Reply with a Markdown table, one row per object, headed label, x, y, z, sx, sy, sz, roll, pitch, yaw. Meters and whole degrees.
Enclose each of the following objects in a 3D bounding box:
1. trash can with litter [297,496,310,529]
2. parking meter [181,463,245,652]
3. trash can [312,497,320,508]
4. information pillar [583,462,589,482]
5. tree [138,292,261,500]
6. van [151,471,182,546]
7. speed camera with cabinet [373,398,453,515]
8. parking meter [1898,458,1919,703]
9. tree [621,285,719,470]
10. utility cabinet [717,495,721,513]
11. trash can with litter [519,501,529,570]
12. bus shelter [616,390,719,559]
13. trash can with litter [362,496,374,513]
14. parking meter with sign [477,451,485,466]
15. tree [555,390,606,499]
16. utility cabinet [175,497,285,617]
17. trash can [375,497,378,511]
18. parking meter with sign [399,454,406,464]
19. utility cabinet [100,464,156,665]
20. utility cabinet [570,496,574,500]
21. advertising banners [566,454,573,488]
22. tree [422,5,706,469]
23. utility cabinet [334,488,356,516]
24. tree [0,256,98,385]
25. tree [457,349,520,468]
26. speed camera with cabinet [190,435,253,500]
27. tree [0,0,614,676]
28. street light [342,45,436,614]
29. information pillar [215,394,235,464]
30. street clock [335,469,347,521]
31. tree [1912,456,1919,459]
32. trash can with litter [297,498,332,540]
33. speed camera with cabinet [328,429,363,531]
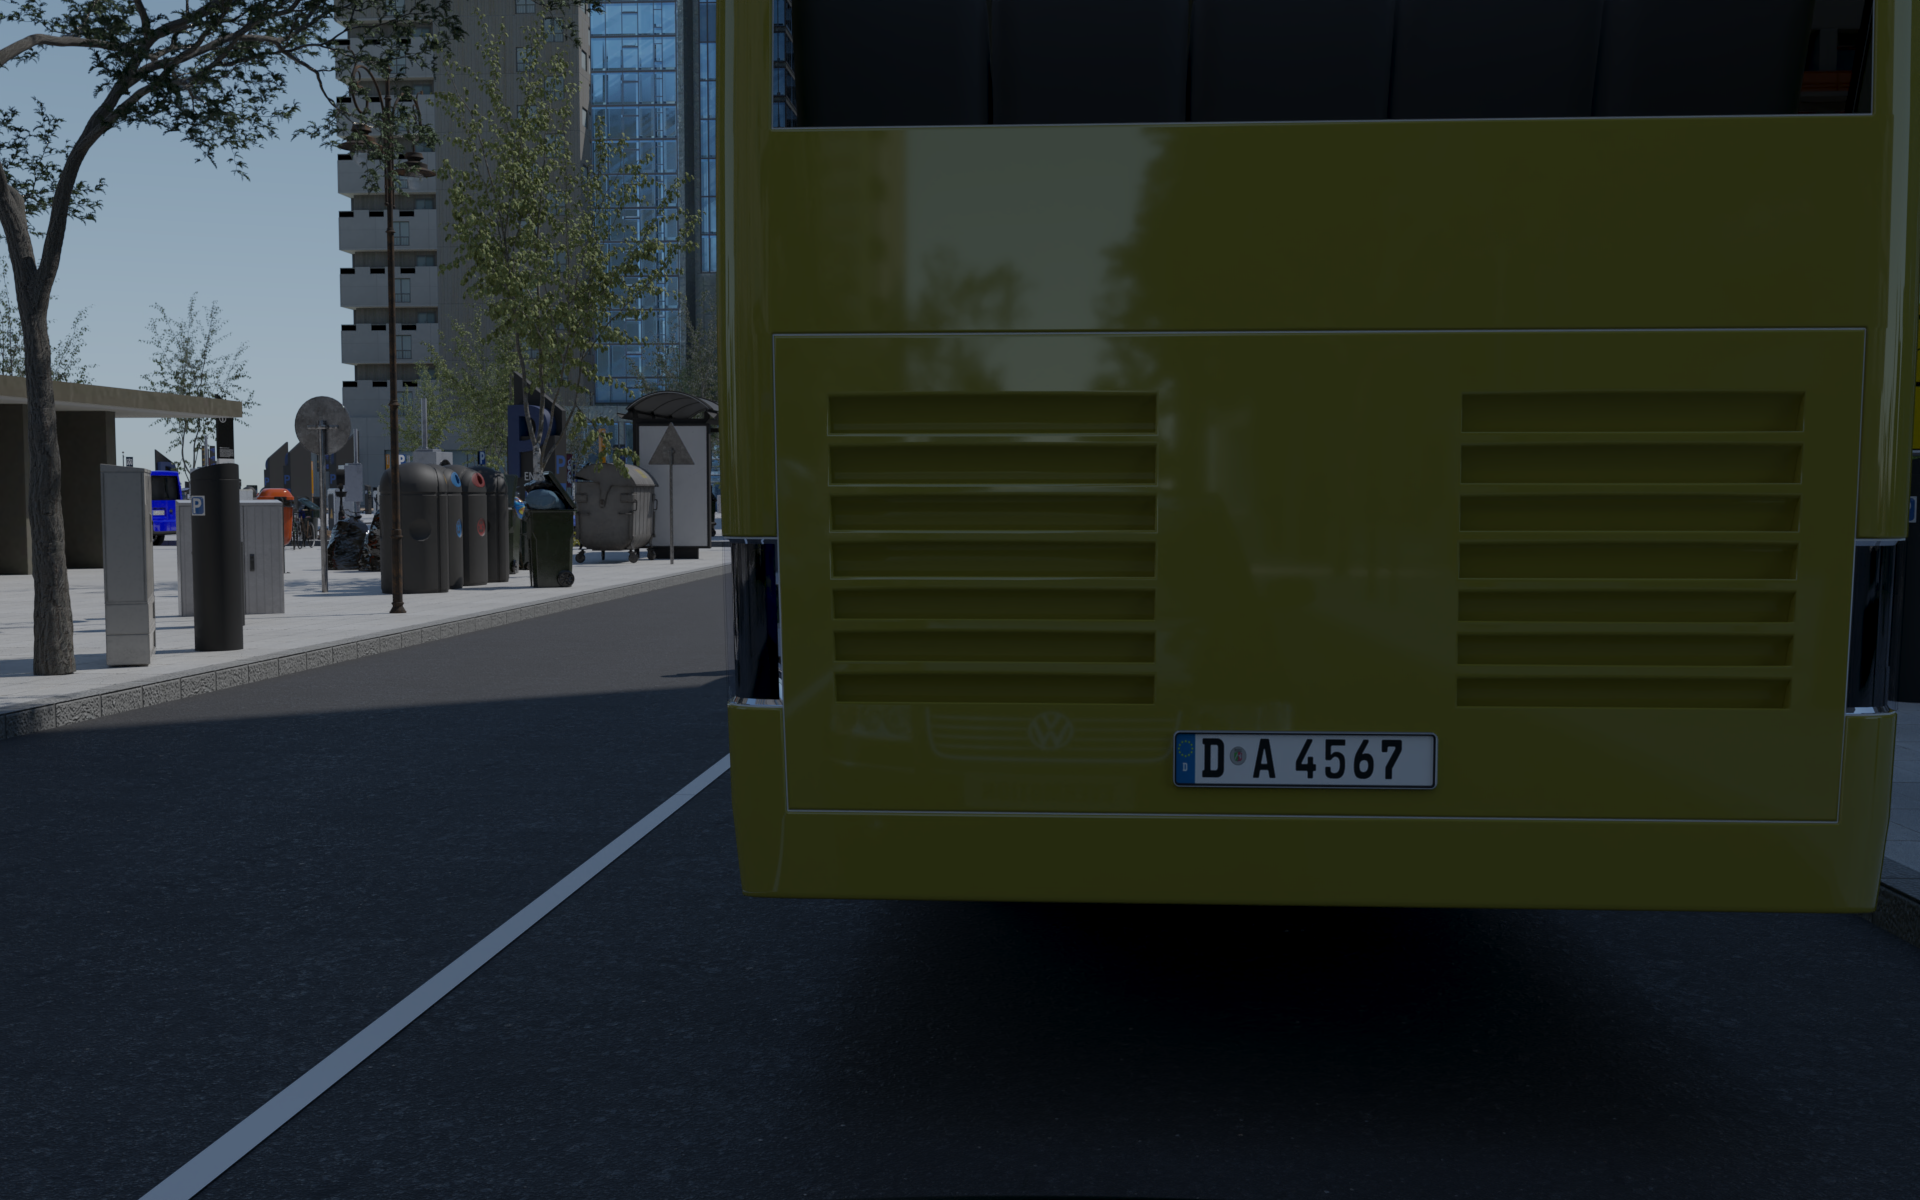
| label | x | y | z | sx | sy | sz | roll | pitch | yaw |
| --- | --- | --- | --- | --- | --- | --- | --- | --- | --- |
| trash can with litter | -24.161 | -3.162 | 62.749 | 1.678 | 1.210 | 2.233 | 2 | 4 | 27 |
| parking meter | -6.110 | -0.356 | 14.239 | 0.372 | 1.533 | 0.369 | 0 | 3 | 0 |
| trash can | -36.016 | -5.253 | 97.542 | 0.748 | 1.137 | 0.748 | 0 | 3 | 0 |
| information pillar | -26.892 | -8.153 | 124.659 | 0.504 | 3.616 | 0.183 | -2 | 4 | -27 |
| tree | -28.273 | -6.943 | 63.885 | 4.360 | 8.622 | 3.978 | 0 | 3 | 0 |
| van | -23.308 | -2.517 | 45.536 | 5.245 | 2.365 | 2.240 | 0 | 4 | 3 |
| speed camera with cabinet | -11.030 | -2.494 | 35.121 | 0.660 | 3.252 | 2.038 | 1 | 4 | 13 |
| parking meter | 5.940 | -0.143 | 10.746 | 0.372 | 1.533 | 0.369 | 0 | 3 | 0 |
| tree | -9.291 | -6.733 | 60.448 | 4.360 | 8.622 | 3.978 | 0 | 3 | 0 |
| utility cabinet | -16.096 | -6.421 | 116.142 | 0.306 | 1.237 | 1.020 | -1 | 4 | -14 |
| trash can with litter | -7.424 | -1.084 | 29.106 | 0.624 | 1.170 | 1.055 | 2 | 4 | 24 |
| bus shelter | -5.542 | -2.613 | 36.653 | 2.014 | 3.302 | 5.546 | 0 | 4 | 4 |
| trash can with litter | -39.460 | -6.374 | 115.271 | 2.233 | 1.210 | 1.678 | -2 | 4 | -33 |
| parking meter with sign | -18.600 | -4.521 | 70.180 | 1.738 | 3.016 | 0.543 | 1 | 4 | 10 |
| tree | -26.137 | -10.216 | 117.393 | 4.360 | 8.622 | 3.978 | 0 | 3 | 0 |
| utility cabinet | -7.757 | -0.444 | 18.423 | 1.020 | 1.237 | 0.306 | -2 | 4 | -31 |
| trash can | -24.503 | -3.792 | 73.652 | 0.748 | 1.137 | 0.748 | 0 | 3 | 0 |
| parking meter with sign | -23.633 | -4.833 | 75.285 | 1.738 | 3.016 | 0.543 | 1 | 4 | 23 |
| utility cabinet | -6.367 | -0.283 | 13.305 | 0.318 | 1.500 | 1.173 | -1 | 4 | -23 |
| utility cabinet | -15.462 | -3.458 | 67.694 | 0.306 | 1.237 | 1.020 | 1 | 4 | 14 |
| advertising banners | -17.151 | -4.775 | 74.257 | 0.090 | 3.025 | 2.074 | 1 | 4 | 20 |
| tree | -6.350 | -4.661 | 26.563 | 4.737 | 8.622 | 4.395 | 0 | 3 | 0 |
| utility cabinet | -23.881 | -3.592 | 67.415 | 0.318 | 1.500 | 1.173 | 1 | 4 | 13 |
| tree | -28.576 | -6.250 | 52.543 | 4.360 | 8.622 | 3.978 | 0 | 3 | 0 |
| tree | -23.198 | -8.326 | 86.497 | 4.360 | 8.622 | 3.978 | 0 | 3 | 0 |
| speed camera with cabinet | -25.196 | -3.961 | 59.104 | 0.660 | 3.252 | 2.038 | 2 | 4 | 31 |
| tree | -6.474 | -4.769 | 12.382 | 8.767 | 10.594 | 7.601 | 0 | 4 | -7 |
| street light | -6.060 | -2.795 | 18.492 | 0.468 | 5.910 | 1.993 | 0 | 4 | 4 |
| information pillar | -17.272 | -3.020 | 40.724 | 0.183 | 3.616 | 0.504 | 1 | 4 | 22 |
| street clock | -17.938 | -2.791 | 50.210 | 0.358 | 2.002 | 0.471 | -1 | 4 | -18 |
| tree | 15.902 | -2.743 | 28.562 | 4.285 | 4.588 | 4.351 | 0 | 3 | 0 |
| trash can with litter | -18.017 | -2.273 | 48.559 | 1.055 | 1.170 | 0.624 | 1 | 4 | 12 |
| speed camera with cabinet | -18.837 | -3.588 | 53.005 | 0.660 | 3.252 | 2.038 | -2 | 4 | -33 |
